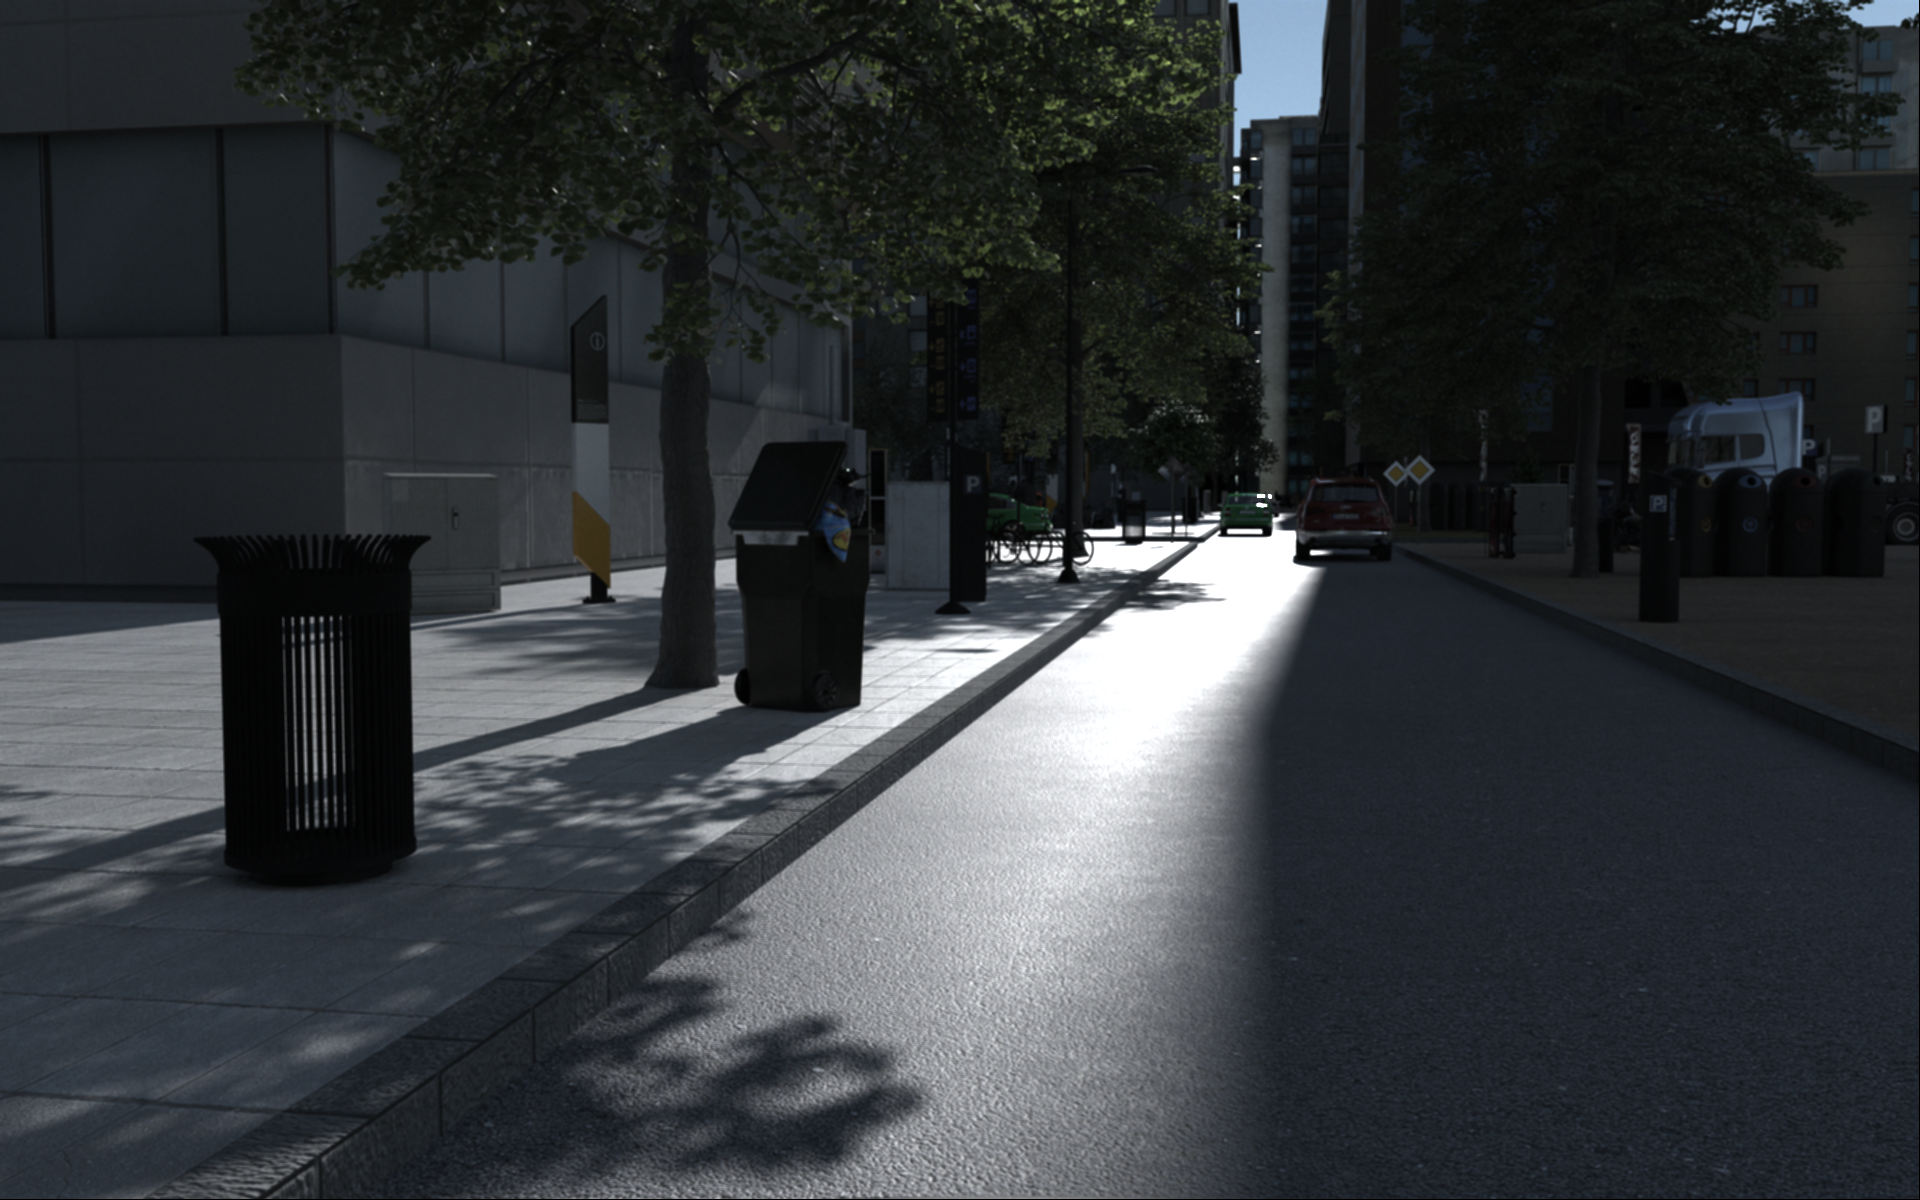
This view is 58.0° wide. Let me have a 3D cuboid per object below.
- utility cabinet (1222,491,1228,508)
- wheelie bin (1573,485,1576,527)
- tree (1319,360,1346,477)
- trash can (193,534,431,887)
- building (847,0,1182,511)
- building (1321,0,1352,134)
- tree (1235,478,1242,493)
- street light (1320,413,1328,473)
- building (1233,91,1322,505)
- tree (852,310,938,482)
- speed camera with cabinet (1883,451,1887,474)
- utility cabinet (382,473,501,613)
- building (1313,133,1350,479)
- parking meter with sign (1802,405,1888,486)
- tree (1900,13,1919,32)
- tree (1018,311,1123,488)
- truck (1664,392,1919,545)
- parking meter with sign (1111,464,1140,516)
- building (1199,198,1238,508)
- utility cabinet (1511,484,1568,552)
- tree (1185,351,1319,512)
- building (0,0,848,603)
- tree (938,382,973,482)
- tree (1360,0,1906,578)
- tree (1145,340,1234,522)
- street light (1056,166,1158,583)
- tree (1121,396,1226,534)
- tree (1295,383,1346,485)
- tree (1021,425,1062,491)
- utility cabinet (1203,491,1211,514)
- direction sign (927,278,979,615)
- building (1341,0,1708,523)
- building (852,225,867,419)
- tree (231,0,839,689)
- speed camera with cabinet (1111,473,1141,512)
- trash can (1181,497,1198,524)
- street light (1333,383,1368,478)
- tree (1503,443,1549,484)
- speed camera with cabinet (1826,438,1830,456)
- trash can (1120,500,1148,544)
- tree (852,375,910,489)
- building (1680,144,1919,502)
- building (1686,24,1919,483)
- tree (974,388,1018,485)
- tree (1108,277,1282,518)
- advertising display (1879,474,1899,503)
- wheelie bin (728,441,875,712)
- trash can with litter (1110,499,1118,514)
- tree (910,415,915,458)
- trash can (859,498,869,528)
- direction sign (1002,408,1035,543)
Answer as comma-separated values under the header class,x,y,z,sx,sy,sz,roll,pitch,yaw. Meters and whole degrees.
class,x,y,z,sx,sy,sz,roll,pitch,yaw
utility cabinet,19.121,-7.112,124.953,0.318,1.500,1.173,0,4,1
wheelie bin,21.721,-3.233,60.773,0.980,1.594,0.693,3,5,42
tree,28.274,-12.532,130.648,9.928,11.665,9.643,0,3,0
trash can,-2.164,0.355,5.845,0.748,1.137,0.748,0,3,0
building,8.164,-33.835,142.443,28.713,52.752,27.495,1,4,10
building,43.803,-32.616,156.978,21.300,48.544,21.600,1,4,10
tree,27.252,-10.915,173.059,1.663,3.219,1.824,0,3,0
street light,21.232,-7.730,98.924,1.470,5.913,1.316,1,4,10
building,49.297,-36.585,217.775,30.456,49.044,23.786,1,4,10
tree,-3.594,-7.161,67.438,4.360,8.622,3.978,0,3,0
speed camera with cabinet,41.875,-5.231,79.857,2.038,3.252,0.660,2,4,25
utility cabinet,-5.566,-0.609,18.633,1.173,1.500,0.318,-3,4,-36
building,35.982,-22.576,140.812,14.160,30.474,14.107,1,4,10
parking meter with sign,17.215,-2.311,34.040,1.738,3.016,0.543,0,4,-8
tree,11.048,-4.017,16.042,4.737,8.622,4.395,0,3,0
tree,4.413,-7.185,67.843,4.360,8.622,3.978,0,3,0
truck,27.873,-3.419,45.660,18.799,4.110,2.967,1,4,8
parking meter with sign,9.650,-6.390,100.743,1.738,3.016,0.543,-2,4,-30
building,18.902,-23.959,163.424,14.160,30.474,14.107,1,4,10
utility cabinet,12.581,-1.773,37.663,1.173,1.500,0.318,1,4,15
tree,17.908,-11.975,121.542,9.928,11.665,9.643,0,3,0
building,-16.741,-27.215,34.202,27.495,52.752,28.713,1,4,10
tree,-2.460,-8.036,81.755,4.360,8.622,3.978,0,3,0
tree,10.003,-6.603,26.093,7.486,12.596,7.792,0,3,0
tree,10.785,-7.936,80.115,4.737,8.622,4.395,0,3,0
street light,2.100,-3.194,24.761,1.470,5.913,1.316,1,4,10
tree,6.936,-4.391,55.512,4.285,4.588,4.351,0,3,0
tree,24.765,-10.174,116.701,4.360,8.622,3.978,0,3,0
tree,5.146,-10.794,126.836,4.737,8.622,4.395,0,3,0
utility cabinet,15.983,-6.318,111.973,0.318,1.500,1.173,1,4,19
direction sign,-0.078,-1.622,18.509,0.379,3.537,0.876,-3,4,-38
building,25.578,-26.328,80.577,14.600,45.320,14.200,1,4,10
building,-10.716,-33.229,197.925,28.867,44.769,22.147,1,4,10
tree,-1.717,-5.721,11.658,7.486,12.596,7.792,0,3,0
speed camera with cabinet,11.761,-7.858,122.820,2.038,3.252,0.660,-1,4,-14
trash can,9.832,-3.826,74.202,0.748,1.137,0.748,0,3,0
street light,16.534,-6.124,72.674,1.470,5.913,1.316,1,4,10
tree,21.388,-4.337,65.515,1.663,3.219,1.824,0,3,0
speed camera with cabinet,31.246,-4.081,61.056,0.660,3.252,2.038,-1,4,-18
trash can,4.513,-2.036,44.945,0.748,1.137,0.748,0,3,0
tree,-6.444,-9.878,111.862,4.737,8.622,4.395,0,3,0
building,40.267,-16.124,108.665,27.650,21.520,28.899,1,4,10
building,84.285,-34.272,179.952,30.456,49.044,23.786,1,4,10
tree,3.486,-8.814,94.466,4.360,8.622,3.978,0,3,0
tree,12.387,-10.689,91.769,9.611,12.733,9.660,0,3,0
advertising display,30.249,-3.148,56.684,0.123,1.923,0.974,-1,4,-20
wheelie bin,-0.960,-0.157,10.481,0.980,1.594,0.693,2,4,34
trash can with litter,10.235,-6.268,113.873,1.055,1.170,0.624,1,4,11
tree,-5.070,-10.443,121.097,4.737,8.622,4.395,0,3,0
trash can,-3.587,-3.250,64.784,0.748,1.137,0.748,0,3,0
direction sign,1.540,-3.270,45.459,0.876,3.537,0.379,1,4,12
